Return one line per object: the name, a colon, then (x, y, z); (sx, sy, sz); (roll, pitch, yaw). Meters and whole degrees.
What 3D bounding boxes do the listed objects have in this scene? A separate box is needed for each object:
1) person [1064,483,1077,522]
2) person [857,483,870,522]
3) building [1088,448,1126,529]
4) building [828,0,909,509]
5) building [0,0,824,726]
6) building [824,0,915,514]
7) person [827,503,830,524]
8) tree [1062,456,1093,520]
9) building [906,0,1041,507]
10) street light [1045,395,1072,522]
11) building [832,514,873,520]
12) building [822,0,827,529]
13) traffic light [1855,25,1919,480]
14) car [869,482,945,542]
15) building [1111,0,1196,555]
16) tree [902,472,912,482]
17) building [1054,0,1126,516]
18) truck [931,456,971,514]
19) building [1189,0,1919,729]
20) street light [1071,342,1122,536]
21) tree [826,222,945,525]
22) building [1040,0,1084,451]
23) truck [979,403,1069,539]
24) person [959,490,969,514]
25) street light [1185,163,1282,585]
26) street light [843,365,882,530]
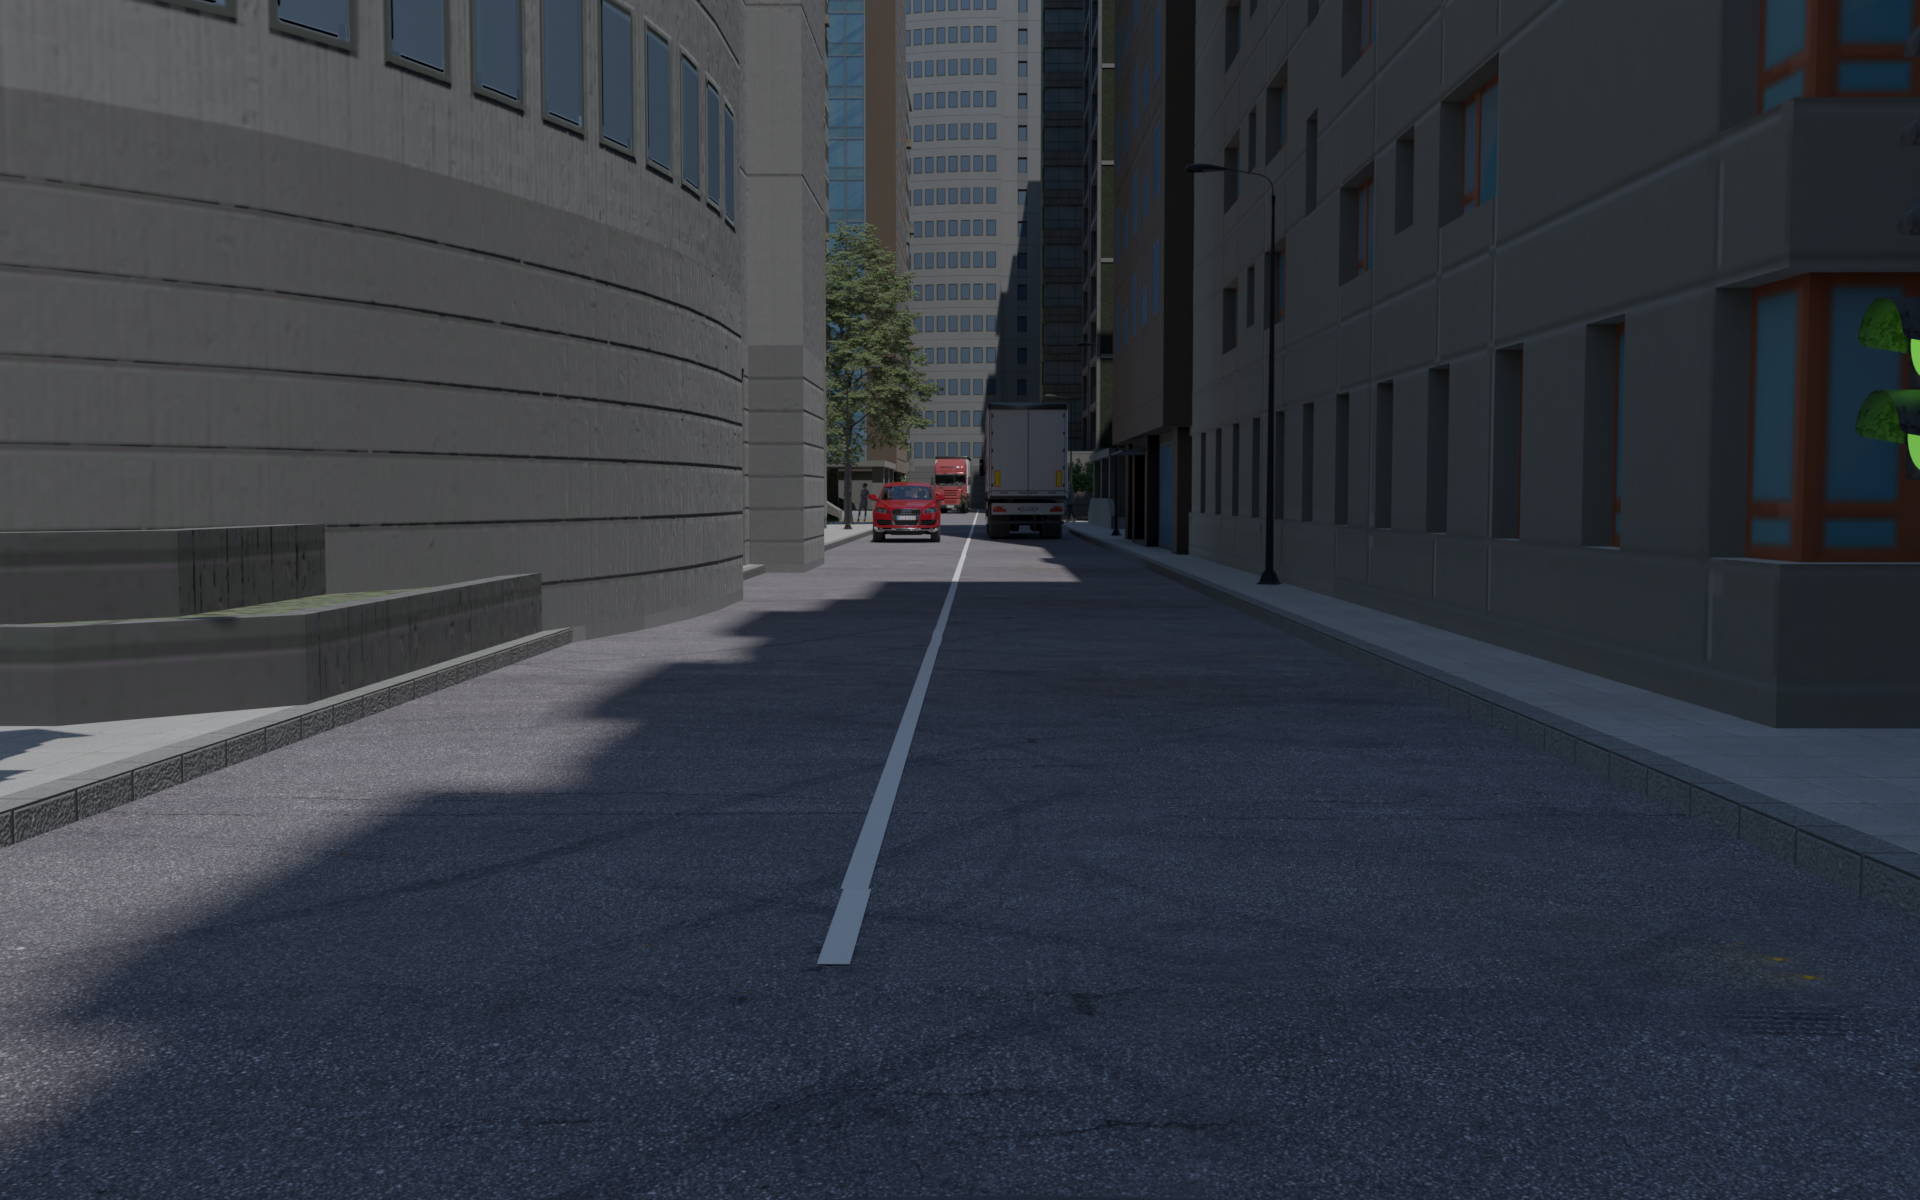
person: (4.955, -4.406, 78.268); (0.728, 1.800, 0.709); (2, 4, 35)
person: (-4.397, -4.409, 78.469); (0.599, 1.781, 0.374); (2, 4, 25)
building: (21.732, -23.059, 68.898); (32.217, 40.220, 23.993); (0, 4, 1)
building: (-10.710, -28.301, 112.830); (14.600, 45.320, 14.200); (0, 4, 1)
building: (-13.459, -29.228, 19.872); (21.231, 58.520, 28.212); (0, 4, 1)
building: (-15.938, -27.518, 141.794); (23.993, 40.220, 32.217); (0, 4, 1)
person: (-5.876, -4.115, 73.678); (0.624, 1.780, 0.694); (2, 4, 32)
tree: (5.834, -5.929, 91.535); (1.663, 3.219, 1.824); (0, 3, 0)
building: (2.065, -38.675, 174.339); (28.212, 58.520, 21.231); (0, 4, 1)
street light: (4.650, -6.631, 80.955); (1.470, 5.913, 1.316); (0, 4, 1)
building: (-19.881, -24.559, 93.415); (32.217, 40.220, 23.993); (0, 4, 1)
building: (-15.781, -26.260, 53.055); (21.300, 48.544, 21.600); (0, 4, 1)
traffic light: (3.804, -1.067, 6.367); (0.839, 4.253, 0.868); (0, 4, 1)
car: (-1.612, -2.708, 52.946); (2.281, 1.827, 5.304); (0, 4, -1)
building: (11.221, -23.959, 41.837); (14.600, 45.320, 14.200); (0, 4, 1)
tree: (-4.310, -7.950, 124.584); (1.663, 3.219, 1.824); (0, 3, 0)
building: (15.840, -40.561, 101.424); (20.563, 71.187, 20.611); (0, 4, 1)
truck: (-0.541, -8.639, 130.162); (2.839, 4.237, 11.283); (0, 4, 2)
building: (19.101, -10.849, 22.427); (28.899, 21.520, 27.650); (0, 4, 1)
street light: (4.275, -4.933, 53.190); (1.470, 5.913, 1.316); (0, 4, 1)
tree: (-4.498, -9.426, 72.235); (7.486, 12.596, 7.792); (0, 3, 0)
building: (12.523, -26.673, 119.701); (14.154, 41.232, 14.086); (0, 4, 1)
truck: (2.106, -4.274, 58.800); (2.839, 4.237, 11.283); (0, 4, 0)
person: (0.280, -7.000, 123.659); (0.721, 1.735, 1.217); (2, 4, 34)
street light: (3.859, -3.177, 24.480); (1.470, 5.913, 1.316); (0, 4, 1)
street light: (-3.517, -5.504, 62.530); (1.470, 5.913, 1.316); (0, 4, 1)
